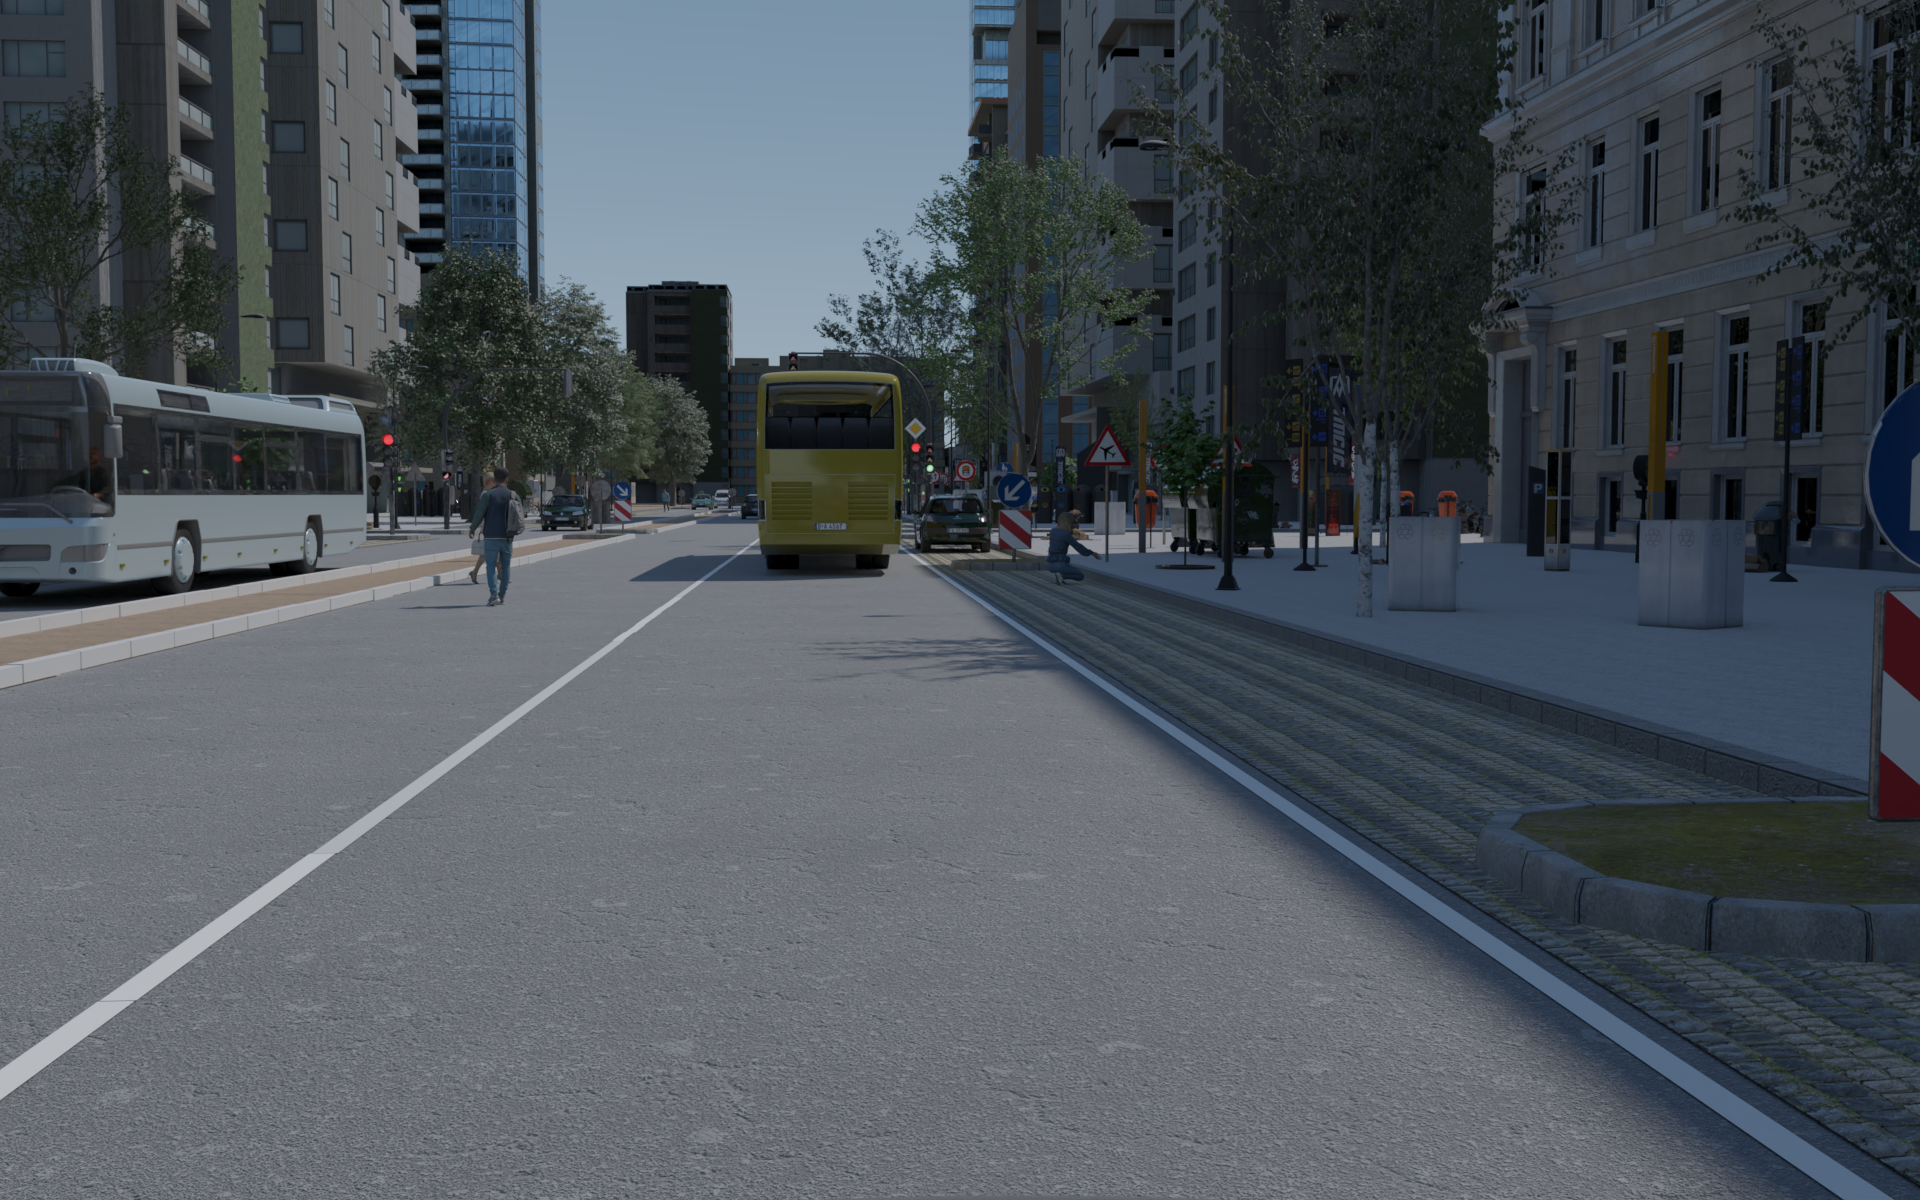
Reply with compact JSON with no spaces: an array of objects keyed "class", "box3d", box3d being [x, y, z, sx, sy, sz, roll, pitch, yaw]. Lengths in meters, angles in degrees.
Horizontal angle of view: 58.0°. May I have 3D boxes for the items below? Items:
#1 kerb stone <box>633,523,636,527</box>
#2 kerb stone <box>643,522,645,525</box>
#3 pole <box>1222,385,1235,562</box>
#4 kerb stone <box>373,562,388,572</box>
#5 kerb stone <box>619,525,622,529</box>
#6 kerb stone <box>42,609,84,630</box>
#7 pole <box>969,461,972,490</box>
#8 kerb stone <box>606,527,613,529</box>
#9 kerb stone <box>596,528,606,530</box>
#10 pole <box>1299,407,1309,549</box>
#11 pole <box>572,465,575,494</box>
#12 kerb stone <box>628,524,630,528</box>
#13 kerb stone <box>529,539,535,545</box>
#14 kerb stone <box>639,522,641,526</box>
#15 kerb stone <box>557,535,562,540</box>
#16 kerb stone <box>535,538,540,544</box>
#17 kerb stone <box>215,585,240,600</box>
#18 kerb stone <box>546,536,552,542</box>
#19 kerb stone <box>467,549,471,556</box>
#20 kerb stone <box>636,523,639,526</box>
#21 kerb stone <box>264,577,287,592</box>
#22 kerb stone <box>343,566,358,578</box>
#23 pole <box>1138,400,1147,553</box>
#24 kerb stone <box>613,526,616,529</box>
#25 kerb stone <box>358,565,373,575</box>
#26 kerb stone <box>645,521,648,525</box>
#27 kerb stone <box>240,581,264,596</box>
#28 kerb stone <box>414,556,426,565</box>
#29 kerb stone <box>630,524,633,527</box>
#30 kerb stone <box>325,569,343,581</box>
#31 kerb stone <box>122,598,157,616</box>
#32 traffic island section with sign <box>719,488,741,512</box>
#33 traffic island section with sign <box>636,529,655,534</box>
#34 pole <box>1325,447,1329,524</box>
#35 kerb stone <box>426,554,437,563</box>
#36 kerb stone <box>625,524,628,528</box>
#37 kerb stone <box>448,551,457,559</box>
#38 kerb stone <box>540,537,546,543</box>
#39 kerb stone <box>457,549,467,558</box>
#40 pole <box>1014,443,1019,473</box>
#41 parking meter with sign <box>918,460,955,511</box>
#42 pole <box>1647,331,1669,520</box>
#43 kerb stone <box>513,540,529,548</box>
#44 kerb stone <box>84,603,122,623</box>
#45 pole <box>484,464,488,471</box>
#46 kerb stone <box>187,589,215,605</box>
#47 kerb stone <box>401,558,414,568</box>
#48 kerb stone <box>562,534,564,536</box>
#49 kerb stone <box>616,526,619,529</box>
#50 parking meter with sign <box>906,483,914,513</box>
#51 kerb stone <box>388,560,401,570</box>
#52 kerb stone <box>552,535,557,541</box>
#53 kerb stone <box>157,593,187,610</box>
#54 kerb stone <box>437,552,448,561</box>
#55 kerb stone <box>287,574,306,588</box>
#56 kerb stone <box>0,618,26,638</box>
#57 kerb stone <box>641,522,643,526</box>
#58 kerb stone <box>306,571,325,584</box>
[{"class":"kerb stone","box3d":[-14.128,-3.183,74.235,0.120,0.150,1.000,0,4,-5]},{"class":"kerb stone","box3d":[-14.450,-3.430,78.313,0.120,0.150,1.000,0,4,-5]},{"class":"pole","box3d":[5.042,-2.367,32.539,0.158,3.312,0.155,0,3,0]},{"class":"kerb stone","box3d":[-10.730,-0.575,31.794,0.120,0.150,1.000,0,4,-5]},{"class":"kerb stone","box3d":[-13.723,-2.871,69.129,0.120,0.150,1.000,0,4,-5]},{"class":"kerb stone","box3d":[-9.673,0.227,18.524,0.120,0.150,1.000,0,4,-5]},{"class":"pole","box3d":[0.670,-6.997,108.243,0.158,3.312,0.155,0,3,0]},{"class":"kerb stone","box3d":[-13.468,-2.683,66.069,0.120,0.150,1.000,0,4,-5]},{"class":"kerb stone","box3d":[-13.314,-2.558,64.029,0.120,0.150,1.000,0,4,-5]},{"class":"pole","box3d":[8.091,-2.865,40.678,0.158,3.312,0.155,0,3,0]},{"class":"pole","box3d":[-25.385,-7.329,113.677,0.158,3.312,0.155,0,3,0]},{"class":"kerb stone","box3d":[-13.966,-3.058,72.195,0.120,0.150,1.000,0,4,-5]},{"class":"kerb stone","box3d":[-12.036,-1.586,48.131,0.120,0.150,1.000,0,4,-5]},{"class":"kerb stone","box3d":[-14.289,-3.308,76.275,0.120,0.150,1.000,0,4,-5]},{"class":"kerb stone","box3d":[-12.443,-1.892,53.236,0.120,0.150,1.000,0,4,-5]},{"class":"kerb stone","box3d":[-12.123,-1.647,49.156,0.120,0.150,1.000,0,4,-5]},{"class":"kerb stone","box3d":[-10.086,-0.081,23.633,0.120,0.150,1.000,0,4,-5]},{"class":"kerb stone","box3d":[-12.282,-1.769,51.193,0.120,0.150,1.000,0,4,-5]},{"class":"kerb stone","box3d":[-11.387,-1.086,39.958,0.120,0.150,1.000,0,4,-5]},{"class":"kerb stone","box3d":[-14.193,-3.245,75.257,0.120,0.150,1.000,0,4,-5]},{"class":"kerb stone","box3d":[-10.239,-0.213,25.675,0.120,0.150,1.000,0,4,-5]},{"class":"kerb stone","box3d":[-10.574,-0.462,29.750,0.120,0.150,1.000,0,4,-5]},{"class":"pole","box3d":[3.982,-2.687,37.769,0.158,3.312,0.155,0,3,0]},{"class":"kerb stone","box3d":[-13.556,-2.746,67.087,0.120,0.150,1.000,0,4,-5]},{"class":"kerb stone","box3d":[-10.660,-0.523,30.774,0.120,0.150,1.000,0,4,-5]},{"class":"kerb stone","box3d":[-14.534,-3.494,79.333,0.120,0.150,1.000,0,4,-5]},{"class":"kerb stone","box3d":[-10.164,-0.150,24.654,0.120,0.150,1.000,0,4,-5]},{"class":"kerb stone","box3d":[-10.972,-0.772,34.857,0.120,0.150,1.000,0,4,-5]},{"class":"kerb stone","box3d":[-14.045,-3.121,73.216,0.120,0.150,1.000,0,4,-5]},{"class":"kerb stone","box3d":[-10.487,-0.400,28.732,0.120,0.150,1.000,0,4,-5]},{"class":"kerb stone","box3d":[-9.830,0.099,20.572,0.120,0.150,1.000,0,4,-5]},{"class":"traffic island section with sign","box3d":[-18.134,-7.920,137.635,2.006,1.907,1.989,0,4,-5]},{"class":"traffic island section with sign","box3d":[-12.141,-3.339,62.735,2.006,1.907,1.989,0,4,-5]},{"class":"pole","box3d":[14.885,-4.671,70.213,0.158,3.312,0.155,0,3,0]},{"class":"kerb stone","box3d":[-11.062,-0.837,35.875,0.120,0.150,1.000,0,4,-5]},{"class":"kerb stone","box3d":[-13.878,-2.996,71.174,0.120,0.150,1.000,0,4,-5]},{"class":"kerb stone","box3d":[-11.225,-0.962,37.920,0.120,0.150,1.000,0,4,-5]},{"class":"kerb stone","box3d":[-12.198,-1.708,50.175,0.120,0.150,1.000,0,4,-5]},{"class":"kerb stone","box3d":[-11.303,-1.022,38.939,0.120,0.150,1.000,0,4,-5]},{"class":"pole","box3d":[2.229,-4.581,68.736,0.158,3.312,0.155,0,3,0]},{"class":"parking meter with sign","box3d":[-1.185,-5.673,89.008,1.738,3.016,0.543,-1,4,-10]},{"class":"pole","box3d":[8.793,-1.713,21.856,0.158,3.312,0.155,0,3,0]},{"class":"kerb stone","box3d":[-11.951,-1.524,47.112,0.120,0.150,1.000,0,4,-5]},{"class":"kerb stone","box3d":[-9.757,0.162,19.548,0.120,0.150,1.000,0,4,-5]},{"class":"pole","box3d":[-29.891,-7.061,109.286,0.158,3.312,0.155,0,3,0]},{"class":"kerb stone","box3d":[-10.000,-0.026,22.613,0.120,0.150,1.000,0,4,-5]},{"class":"kerb stone","box3d":[-10.894,-0.712,33.838,0.120,0.150,1.000,0,4,-5]},{"class":"kerb stone","box3d":[-12.529,-1.962,54.273,0.120,0.150,1.000,0,4,-5]},{"class":"kerb stone","box3d":[-13.638,-2.803,68.109,0.120,0.150,1.000,0,4,-5]},{"class":"parking meter with sign","box3d":[-3.215,-7.300,115.623,1.738,3.016,0.543,1,4,14]},{"class":"kerb stone","box3d":[-10.818,-0.650,32.816,0.120,0.150,1.000,0,4,-5]},{"class":"kerb stone","box3d":[-12.368,-1.830,52.217,0.120,0.150,1.000,0,4,-5]},{"class":"kerb stone","box3d":[-9.920,0.039,21.593,0.120,0.150,1.000,0,4,-5]},{"class":"kerb stone","box3d":[-11.140,-0.899,36.899,0.120,0.150,1.000,0,4,-5]},{"class":"kerb stone","box3d":[-10.325,-0.275,26.693,0.120,0.150,1.000,0,4,-5]},{"class":"kerb stone","box3d":[-9.589,0.287,17.505,0.120,0.150,1.000,0,4,-5]},{"class":"kerb stone","box3d":[-14.360,-3.370,77.295,0.120,0.150,1.000,0,4,-5]},{"class":"kerb stone","box3d":[-10.403,-0.337,27.712,0.120,0.150,1.000,0,4,-5]}]
